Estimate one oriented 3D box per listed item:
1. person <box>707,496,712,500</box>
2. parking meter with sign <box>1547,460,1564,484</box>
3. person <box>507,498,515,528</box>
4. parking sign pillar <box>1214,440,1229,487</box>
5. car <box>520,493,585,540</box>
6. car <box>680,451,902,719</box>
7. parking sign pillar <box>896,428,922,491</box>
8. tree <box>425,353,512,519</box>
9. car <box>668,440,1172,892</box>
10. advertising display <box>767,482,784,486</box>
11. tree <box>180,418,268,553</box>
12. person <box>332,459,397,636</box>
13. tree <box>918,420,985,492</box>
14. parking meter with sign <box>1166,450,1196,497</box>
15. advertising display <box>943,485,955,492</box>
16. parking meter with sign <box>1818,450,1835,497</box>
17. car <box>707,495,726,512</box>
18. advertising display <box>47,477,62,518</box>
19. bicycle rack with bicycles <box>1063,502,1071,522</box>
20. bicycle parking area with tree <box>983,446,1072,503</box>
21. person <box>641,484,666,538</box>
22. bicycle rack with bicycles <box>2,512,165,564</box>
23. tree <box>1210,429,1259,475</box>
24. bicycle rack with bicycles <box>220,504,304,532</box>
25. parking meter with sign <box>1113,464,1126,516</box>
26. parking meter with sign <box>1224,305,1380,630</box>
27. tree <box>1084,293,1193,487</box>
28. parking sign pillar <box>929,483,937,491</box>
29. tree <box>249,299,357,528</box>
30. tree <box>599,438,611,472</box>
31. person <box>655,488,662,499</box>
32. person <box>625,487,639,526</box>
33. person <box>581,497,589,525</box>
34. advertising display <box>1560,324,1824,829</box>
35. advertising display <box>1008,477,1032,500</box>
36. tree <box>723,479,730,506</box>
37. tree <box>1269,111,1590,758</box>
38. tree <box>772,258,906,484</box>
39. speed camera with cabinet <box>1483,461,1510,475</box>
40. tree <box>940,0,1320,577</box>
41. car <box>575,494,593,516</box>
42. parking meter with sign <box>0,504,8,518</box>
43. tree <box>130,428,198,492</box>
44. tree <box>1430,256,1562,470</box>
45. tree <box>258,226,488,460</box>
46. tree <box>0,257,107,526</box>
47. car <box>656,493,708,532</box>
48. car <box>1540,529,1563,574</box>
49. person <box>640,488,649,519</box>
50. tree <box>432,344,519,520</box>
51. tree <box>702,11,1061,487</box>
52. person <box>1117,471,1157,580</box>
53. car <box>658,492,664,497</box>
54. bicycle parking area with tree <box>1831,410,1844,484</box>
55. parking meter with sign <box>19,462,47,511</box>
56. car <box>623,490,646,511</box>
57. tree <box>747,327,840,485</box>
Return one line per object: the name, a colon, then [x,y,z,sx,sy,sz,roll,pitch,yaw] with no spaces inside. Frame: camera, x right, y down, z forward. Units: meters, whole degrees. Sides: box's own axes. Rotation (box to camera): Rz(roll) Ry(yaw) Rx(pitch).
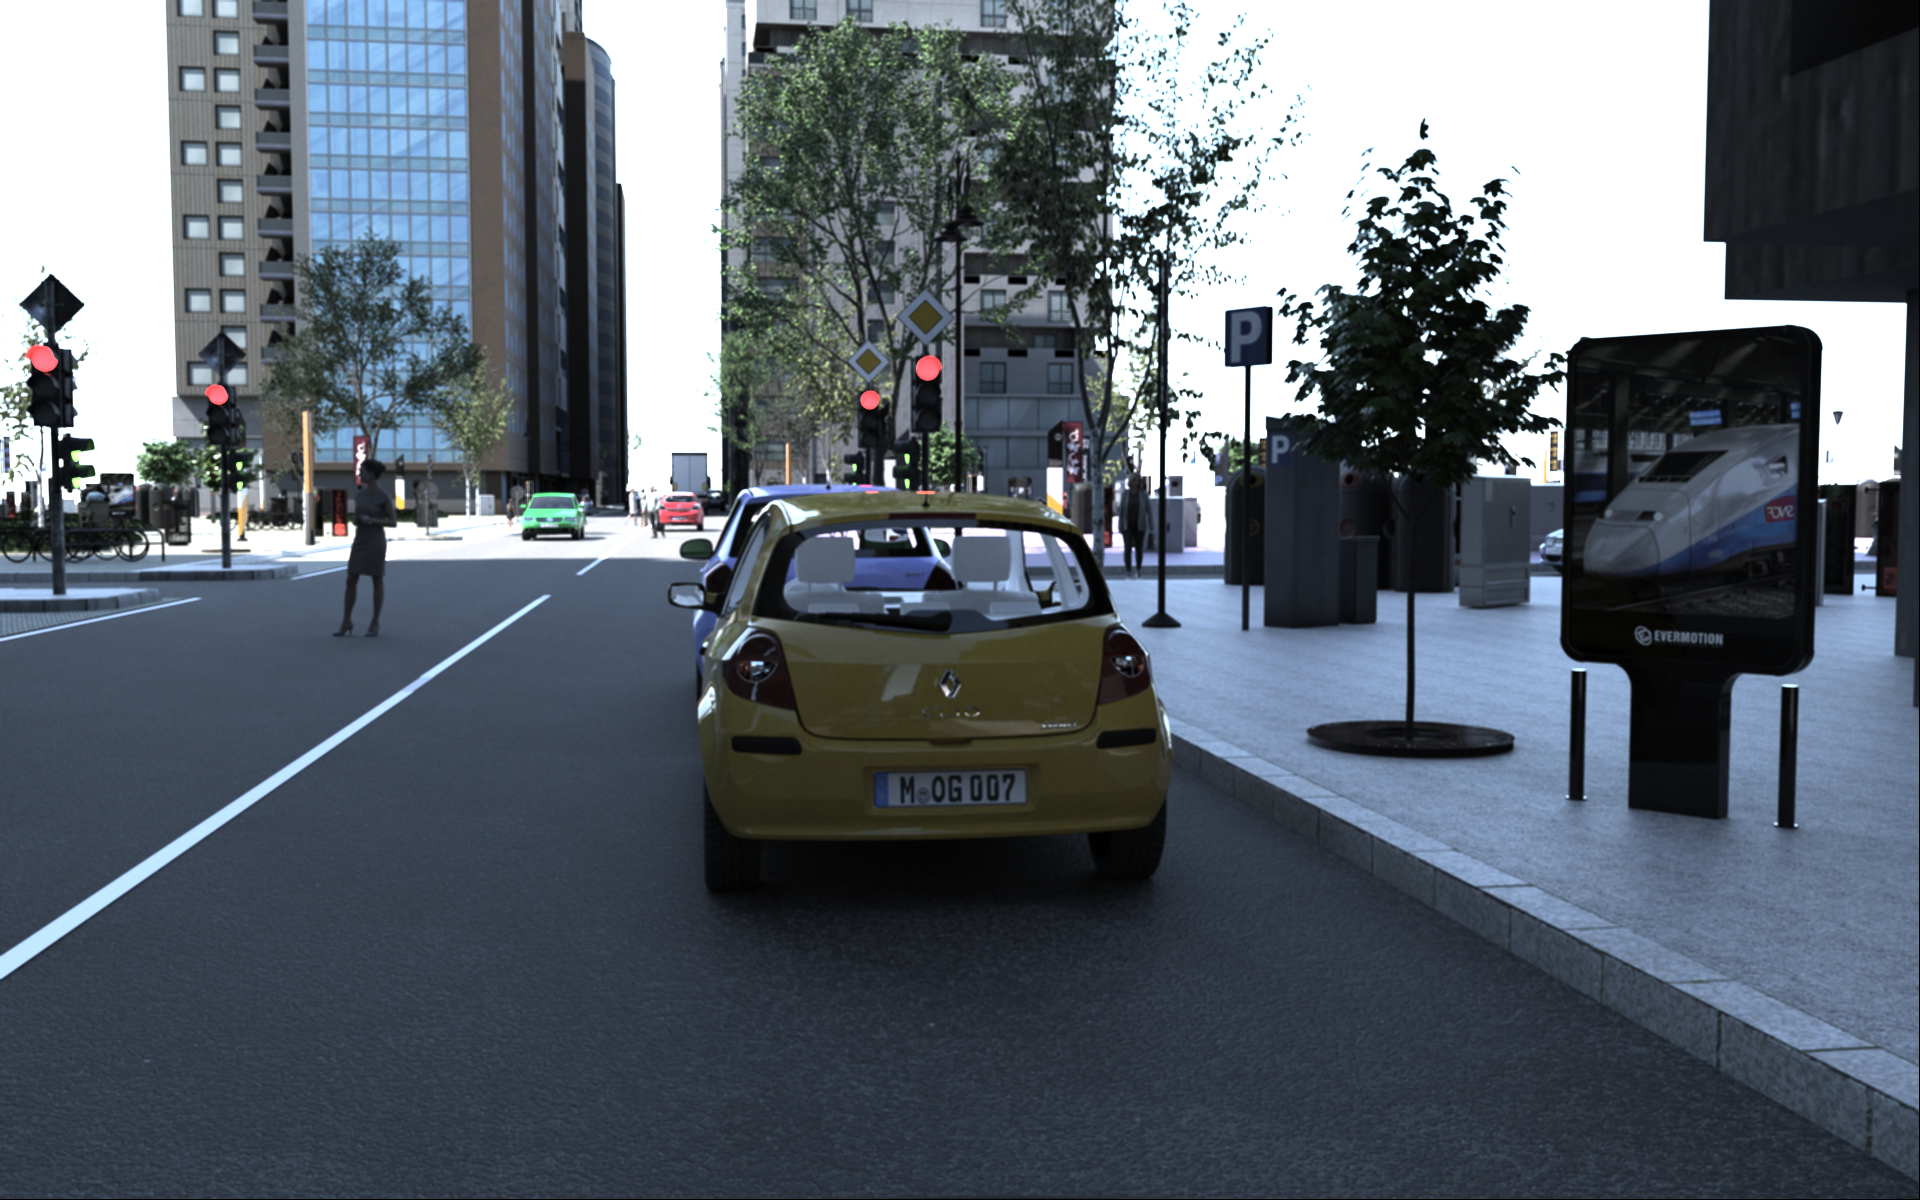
person: [-19.112,-7.347,129.335,1.217,1.736,0.721,0,4,5]
parking meter with sign: [30.440,-5.655,88.718,0.543,3.016,1.738,-1,4,-12]
person: [-18.771,-3.620,72.361,0.362,1.253,0.373,2,4,28]
parking sign pillar: [12.279,-5.676,81.279,1.447,3.967,1.447,1,4,21]
car: [-12.918,-2.830,55.059,1.959,1.807,4.718,-1,4,-10]
car: [-0.980,-0.151,12.067,1.945,1.707,3.694,0,4,-8]
parking sign pillar: [-2.645,-5.017,70.495,1.447,3.967,1.447,3,5,41]
tree: [-25.353,-8.547,90.106,4.360,8.622,3.978,0,3,0]
car: [-0.301,0.151,7.759,2.015,1.641,3.980,0,4,-8]
advertising display: [-9.932,-5.385,93.263,0.974,1.923,0.123,-2,4,-23]
tree: [-16.197,-2.666,38.189,1.663,3.219,1.824,0,3,0]
person: [-6.004,-0.527,17.465,0.599,1.781,0.374,1,4,19]
tree: [-0.589,-5.593,75.157,4.285,4.588,4.351,0,3,0]
parking meter with sign: [8.483,-4.440,68.856,1.738,3.016,0.543,-1,4,-22]
advertising display: [-0.554,-5.459,94.464,0.123,1.923,0.974,-3,5,-41]
parking meter with sign: [33.575,-4.422,68.564,0.543,3.016,1.738,-3,4,-38]
car: [-20.130,-7.916,142.013,1.945,1.354,3.894,-1,4,-10]
advertising display: [-34.427,-3.713,65.914,0.123,1.923,0.974,0,4,-4]
bicycle rack with bicycles: [4.788,-3.934,77.704,2.925,0.926,2.852,0,4,-7]
bicycle parking area with tree: [4.166,-7.179,104.384,8.231,4.147,9.016,0,4,6]
person: [-10.002,-2.893,56.287,0.782,1.767,0.515,2,4,28]
bicycle rack with bicycles: [-16.661,-1.203,33.053,2.925,0.926,2.852,-3,5,-43]
tree: [14.079,-6.317,87.004,4.285,4.588,4.351,0,3,0]
bicycle rack with bicycles: [-24.257,-2.878,60.442,2.925,0.926,2.852,-2,4,-29]
parking meter with sign: [9.258,-6.325,99.668,0.543,3.016,1.738,3,5,40]
parking meter with sign: [3.351,-1.254,16.770,1.738,3.016,0.543,-3,4,-38]
tree: [6.357,-6.828,62.008,4.737,8.622,4.395,0,3,0]
parking sign pillar: [-1.846,-6.016,86.827,1.447,3.967,1.447,1,4,13]
tree: [-24.991,-7.066,65.890,4.360,8.622,3.978,0,3,0]
tree: [-38.200,-13.886,177.398,4.360,8.622,3.978,0,3,0]
person: [-20.781,-6.738,118.676,1.348,1.824,0.705,2,4,34]
person: [-14.780,-4.211,78.108,0.466,1.731,0.760,2,4,32]
person: [-17.291,-4.072,79.321,0.590,1.304,0.306,-2,4,-26]
advertising display: [2.893,-0.105,6.925,0.123,1.923,0.974,-3,5,-44]
advertising display: [2.326,-3.785,67.106,0.974,1.923,0.123,-2,4,-27]
tree: [-25.134,-11.879,188.816,1.663,3.219,1.824,0,3,0]
tree: [2.447,-0.871,8.843,1.663,3.219,1.824,0,3,0]
tree: [-3.910,-6.374,54.585,4.737,8.622,4.395,0,3,0]
speed camera with cabinet: [13.930,-3.122,45.377,0.660,3.252,2.038,2,4,28]
tree: [1.668,-4.242,19.722,4.360,8.622,3.978,0,3,0]
car: [-25.672,-6.397,116.600,2.014,1.417,4.499,-1,4,-9]
parking meter with sign: [-40.486,-4.647,72.235,0.543,3.016,1.738,0,4,7]
tree: [-39.691,-6.289,86.534,4.285,4.588,4.351,0,3,0]
tree: [15.986,-6.268,52.848,4.360,8.622,3.978,0,3,0]
tree: [-20.124,-7.665,59.742,8.767,10.594,7.601,0,4,5]
tree: [-28.512,-6.278,53.007,4.737,8.622,4.395,0,3,0]
car: [-10.962,-3.598,67.863,2.155,1.783,4.494,0,4,-8]
car: [12.452,-1.122,30.354,4.499,1.417,2.014,-1,4,-10]
person: [-18.155,-5.585,100.180,0.716,1.782,0.532,1,4,23]
tree: [-23.770,-8.198,84.394,4.737,8.622,4.395,0,3,0]
tree: [-1.613,-6.779,36.598,9.928,11.665,9.643,0,3,0]
person: [2.947,-1.211,28.487,0.709,1.800,0.728,1,4,10]
car: [-28.014,-9.250,160.834,1.945,1.707,3.694,-1,4,-9]
bicycle parking area with tree: [27.674,-4.382,58.648,8.231,4.147,9.016,-1,4,-9]
parking meter with sign: [-50.152,-5.957,93.651,0.543,3.016,1.738,0,4,7]
car: [-28.072,-8.661,150.282,2.281,1.827,5.304,-1,4,-10]
tree: [-6.934,-7.663,75.656,4.360,8.622,3.978,0,3,0]
